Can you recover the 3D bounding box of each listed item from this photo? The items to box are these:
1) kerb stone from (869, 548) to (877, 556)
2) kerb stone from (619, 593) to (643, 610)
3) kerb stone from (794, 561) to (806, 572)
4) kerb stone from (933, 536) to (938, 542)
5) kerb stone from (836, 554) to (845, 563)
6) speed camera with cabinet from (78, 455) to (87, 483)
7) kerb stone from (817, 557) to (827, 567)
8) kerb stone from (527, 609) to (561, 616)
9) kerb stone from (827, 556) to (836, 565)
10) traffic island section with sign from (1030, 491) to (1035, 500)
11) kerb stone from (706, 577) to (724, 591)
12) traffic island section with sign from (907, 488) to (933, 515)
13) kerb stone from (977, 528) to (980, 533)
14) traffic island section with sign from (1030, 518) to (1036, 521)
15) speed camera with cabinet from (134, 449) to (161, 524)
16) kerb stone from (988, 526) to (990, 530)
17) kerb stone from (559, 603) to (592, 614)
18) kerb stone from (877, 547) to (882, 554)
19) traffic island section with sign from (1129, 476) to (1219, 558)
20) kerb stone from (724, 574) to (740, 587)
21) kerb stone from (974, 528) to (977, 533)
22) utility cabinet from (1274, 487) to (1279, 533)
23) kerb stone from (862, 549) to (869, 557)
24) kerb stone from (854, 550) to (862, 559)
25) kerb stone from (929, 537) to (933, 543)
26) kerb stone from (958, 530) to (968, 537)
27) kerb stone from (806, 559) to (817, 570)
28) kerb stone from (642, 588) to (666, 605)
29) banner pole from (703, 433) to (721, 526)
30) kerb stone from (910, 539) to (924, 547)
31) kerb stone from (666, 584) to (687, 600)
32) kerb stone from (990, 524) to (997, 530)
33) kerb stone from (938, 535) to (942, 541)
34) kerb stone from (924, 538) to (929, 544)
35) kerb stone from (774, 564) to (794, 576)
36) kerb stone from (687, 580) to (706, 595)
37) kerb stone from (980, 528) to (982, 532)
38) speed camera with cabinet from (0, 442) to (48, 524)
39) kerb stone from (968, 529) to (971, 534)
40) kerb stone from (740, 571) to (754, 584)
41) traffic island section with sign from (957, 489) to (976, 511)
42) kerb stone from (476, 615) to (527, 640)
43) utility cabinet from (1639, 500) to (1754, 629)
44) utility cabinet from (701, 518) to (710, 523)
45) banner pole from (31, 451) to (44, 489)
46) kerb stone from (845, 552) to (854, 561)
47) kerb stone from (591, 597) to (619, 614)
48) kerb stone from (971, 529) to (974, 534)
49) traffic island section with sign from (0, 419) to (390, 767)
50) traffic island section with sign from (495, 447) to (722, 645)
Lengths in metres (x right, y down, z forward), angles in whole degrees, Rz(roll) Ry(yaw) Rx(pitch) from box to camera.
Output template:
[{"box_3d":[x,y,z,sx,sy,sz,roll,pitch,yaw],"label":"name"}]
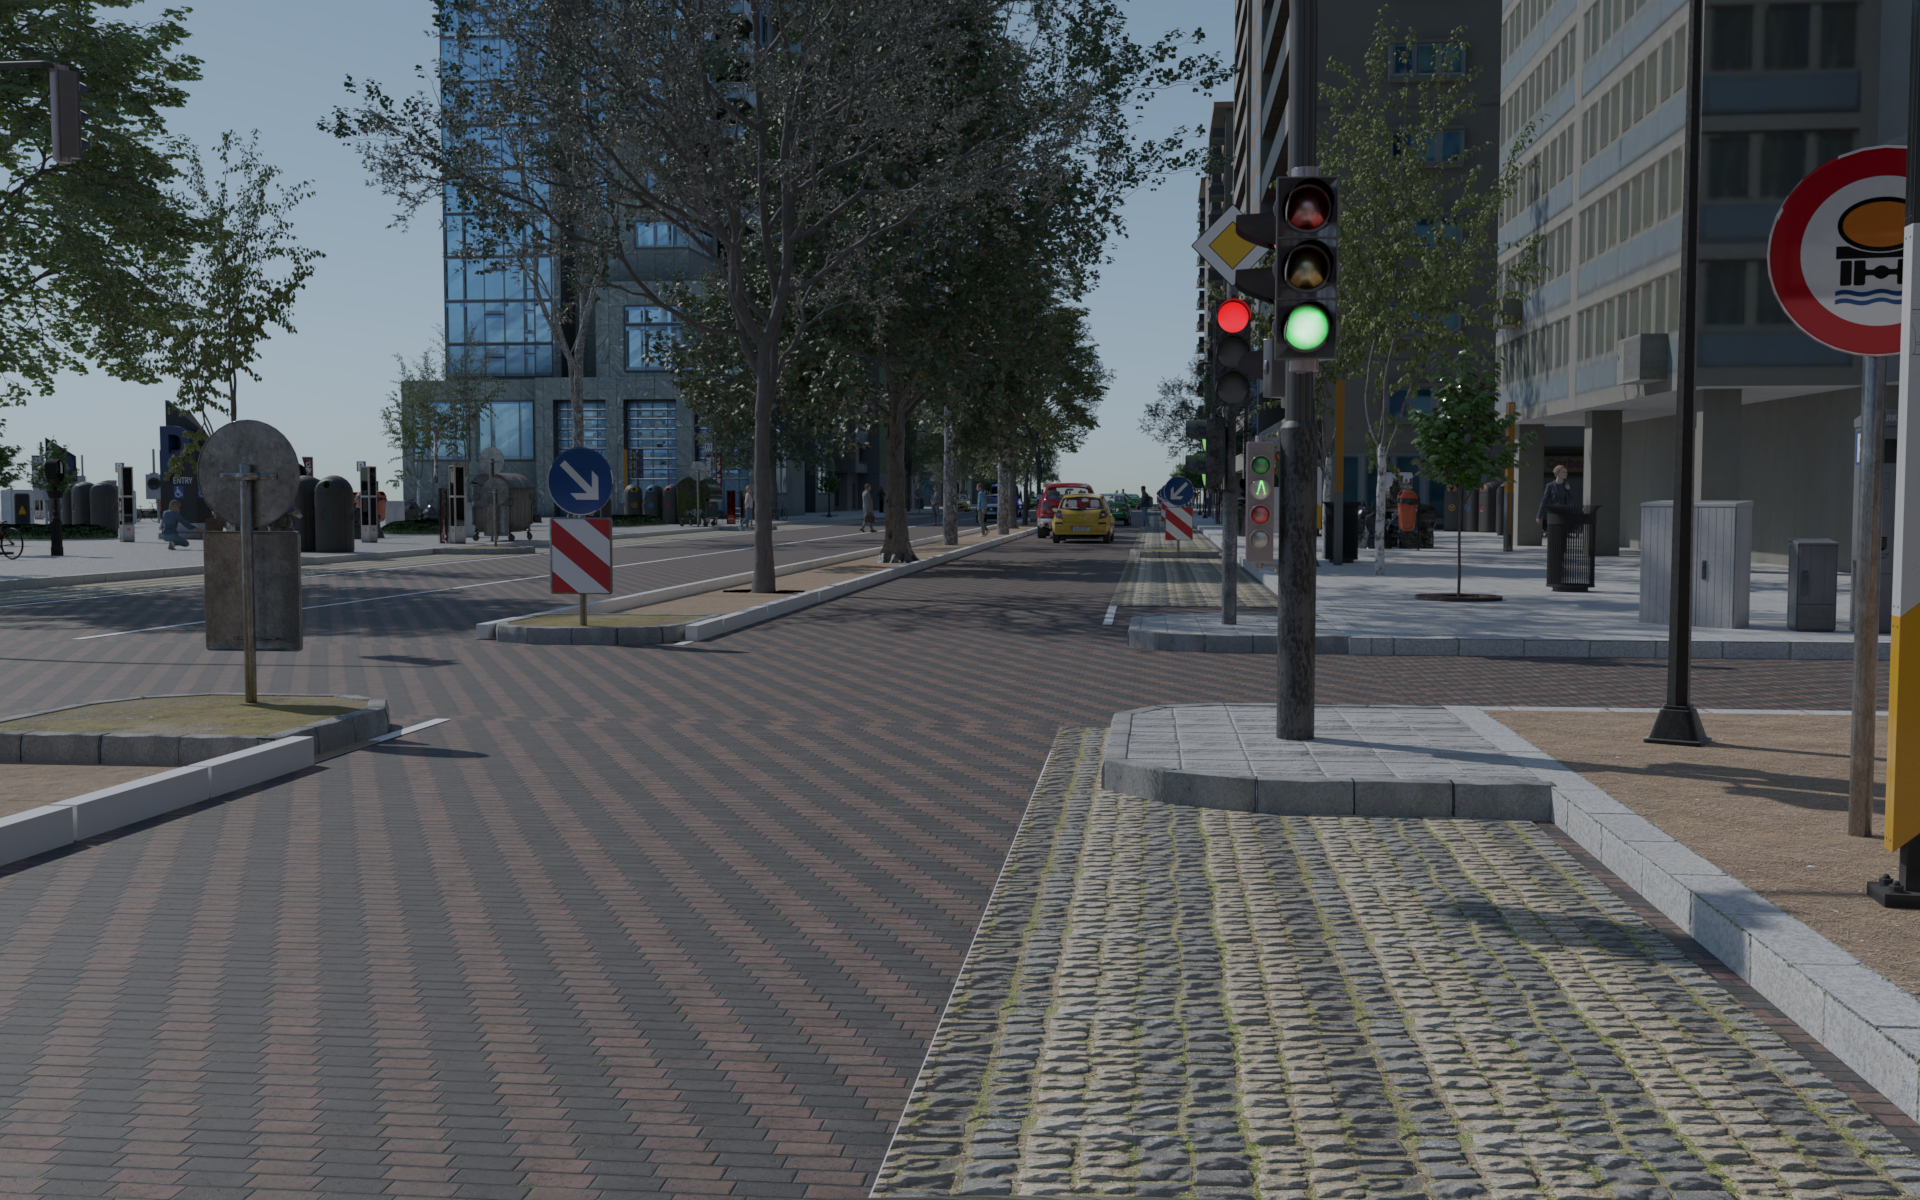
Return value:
[{"box_3d":[-2.117,-1.089,39.995,0.120,0.150,1.000,0,4,6],"label":"kerb stone"},{"box_3d":[-4.191,0.038,21.630,0.120,0.150,1.000,0,4,6],"label":"kerb stone"},{"box_3d":[-3.033,-0.589,31.826,0.120,0.150,1.000,0,4,6],"label":"kerb stone"},{"box_3d":[-0.857,-1.774,51.206,0.120,0.150,1.000,0,4,6],"label":"kerb stone"},{"box_3d":[-2.586,-0.832,35.920,0.120,0.150,1.000,0,4,6],"label":"kerb stone"},{"box_3d":[-44.659,-5.732,88.055,0.660,3.252,2.038,-1,4,-16],"label":"speed camera with cabinet"},{"box_3d":[-2.806,-0.710,33.867,0.120,0.150,1.000,0,4,6],"label":"kerb stone"},{"box_3d":[-4.537,0.228,18.569,0.120,0.150,1.000,0,4,6],"label":"kerb stone"},{"box_3d":[-2.698,-0.776,34.890,0.120,0.150,1.000,0,4,6],"label":"kerb stone"},{"box_3d":[9.569,-13.367,227.177,1.989,1.847,2.006,0,4,6],"label":"traffic island section with sign"},{"box_3d":[-3.731,-0.215,25.708,0.120,0.150,1.000,0,4,6],"label":"kerb stone"},{"box_3d":[-2.753,-6.672,117.709,1.989,1.847,2.006,0,4,6],"label":"traffic island section with sign"},{"box_3d":[0.517,-2.517,63.432,0.120,0.150,1.000,0,4,6],"label":"kerb stone"},{"box_3d":[4.790,-5.135,92.098,2.006,1.907,1.989,0,4,6],"label":"traffic island section with sign"},{"box_3d":[-35.887,-4.964,75.504,2.038,3.252,0.660,-2,4,-24],"label":"speed camera with cabinet"},{"box_3d":[0.974,-2.764,67.521,0.120,0.150,1.000,0,4,6],"label":"kerb stone"},{"box_3d":[-4.414,0.160,19.589,0.120,0.150,1.000,0,4,6],"label":"kerb stone"},{"box_3d":[-2.009,-1.147,41.012,0.120,0.150,1.000,0,4,6],"label":"kerb stone"},{"box_3d":[4.853,-1.879,39.347,1.989,1.847,2.006,0,4,6],"label":"traffic island section with sign"},{"box_3d":[-3.614,-0.277,26.724,0.120,0.150,1.000,0,4,6],"label":"kerb stone"},{"box_3d":[0.401,-2.460,62.417,0.120,0.150,1.000,0,4,6],"label":"kerb stone"},{"box_3d":[10.107,-2.917,56.366,1.173,1.500,0.318,2,4,35],"label":"utility cabinet"},{"box_3d":[-2.237,-1.025,38.980,0.120,0.150,1.000,0,4,6],"label":"kerb stone"},{"box_3d":[-2.356,-0.964,37.950,0.120,0.150,1.000,0,4,6],"label":"kerb stone"},{"box_3d":[-0.971,-1.707,50.191,0.120,0.150,1.000,0,4,6],"label":"kerb stone"},{"box_3d":[0.059,-2.273,59.360,0.120,0.150,1.000,0,4,6],"label":"kerb stone"},{"box_3d":[-2.926,-0.650,32.846,0.120,0.150,1.000,0,4,6],"label":"kerb stone"},{"box_3d":[-4.070,-0.027,22.644,0.120,0.150,1.000,0,4,6],"label":"kerb stone"},{"box_3d":[-10.138,-4.937,70.742,0.863,3.779,0.401,2,4,31],"label":"banner pole"},{"box_3d":[-1.205,-1.587,48.146,0.120,0.150,1.000,0,4,6],"label":"kerb stone"},{"box_3d":[-3.962,-0.090,23.661,0.120,0.150,1.000,0,4,6],"label":"kerb stone"},{"box_3d":[1.323,-2.959,70.567,0.120,0.150,1.000,0,4,6],"label":"kerb stone"},{"box_3d":[-0.744,-1.837,52.233,0.120,0.150,1.000,0,4,6],"label":"kerb stone"},{"box_3d":[-1.083,-1.650,49.167,0.120,0.150,1.000,0,4,6],"label":"kerb stone"},{"box_3d":[-3.157,-0.527,30.807,0.120,0.150,1.000,0,4,6],"label":"kerb stone"},{"box_3d":[-3.847,-0.152,24.686,0.120,0.150,1.000,0,4,6],"label":"kerb stone"},{"box_3d":[0.635,-2.585,64.460,0.120,0.150,1.000,0,4,6],"label":"kerb stone"},{"box_3d":[-34.808,-4.309,64.793,0.660,3.252,2.038,1,4,23],"label":"speed camera with cabinet"},{"box_3d":[0.175,-2.332,60.384,0.120,0.150,1.000,0,4,6],"label":"kerb stone"},{"box_3d":[-3.505,-0.339,27.740,0.120,0.150,1.000,0,4,6],"label":"kerb stone"},{"box_3d":[0.330,-8.346,145.077,1.989,1.847,2.006,0,4,6],"label":"traffic island section with sign"},{"box_3d":[-4.651,0.284,17.553,0.120,0.150,1.000,0,4,6],"label":"kerb stone"},{"box_3d":[7.163,-0.351,16.904,0.306,1.237,1.020,-2,4,-35],"label":"utility cabinet"},{"box_3d":[-11.811,-4.204,77.419,1.173,1.500,0.318,2,4,25],"label":"utility cabinet"},{"box_3d":[-52.126,-6.609,98.073,0.863,3.779,0.401,0,4,-5],"label":"banner pole"},{"box_3d":[-2.467,-0.900,36.935,0.120,0.150,1.000,0,4,6],"label":"kerb stone"},{"box_3d":[-4.296,0.098,20.613,0.120,0.150,1.000,0,4,6],"label":"kerb stone"},{"box_3d":[0.284,-2.396,61.402,0.120,0.150,1.000,0,4,6],"label":"kerb stone"},{"box_3d":[-4.441,-0.118,10.068,2.006,1.907,1.989,0,4,6],"label":"traffic island section with sign"},{"box_3d":[-3.603,-0.568,17.428,2.006,1.907,1.989,0,4,6],"label":"traffic island section with sign"}]
